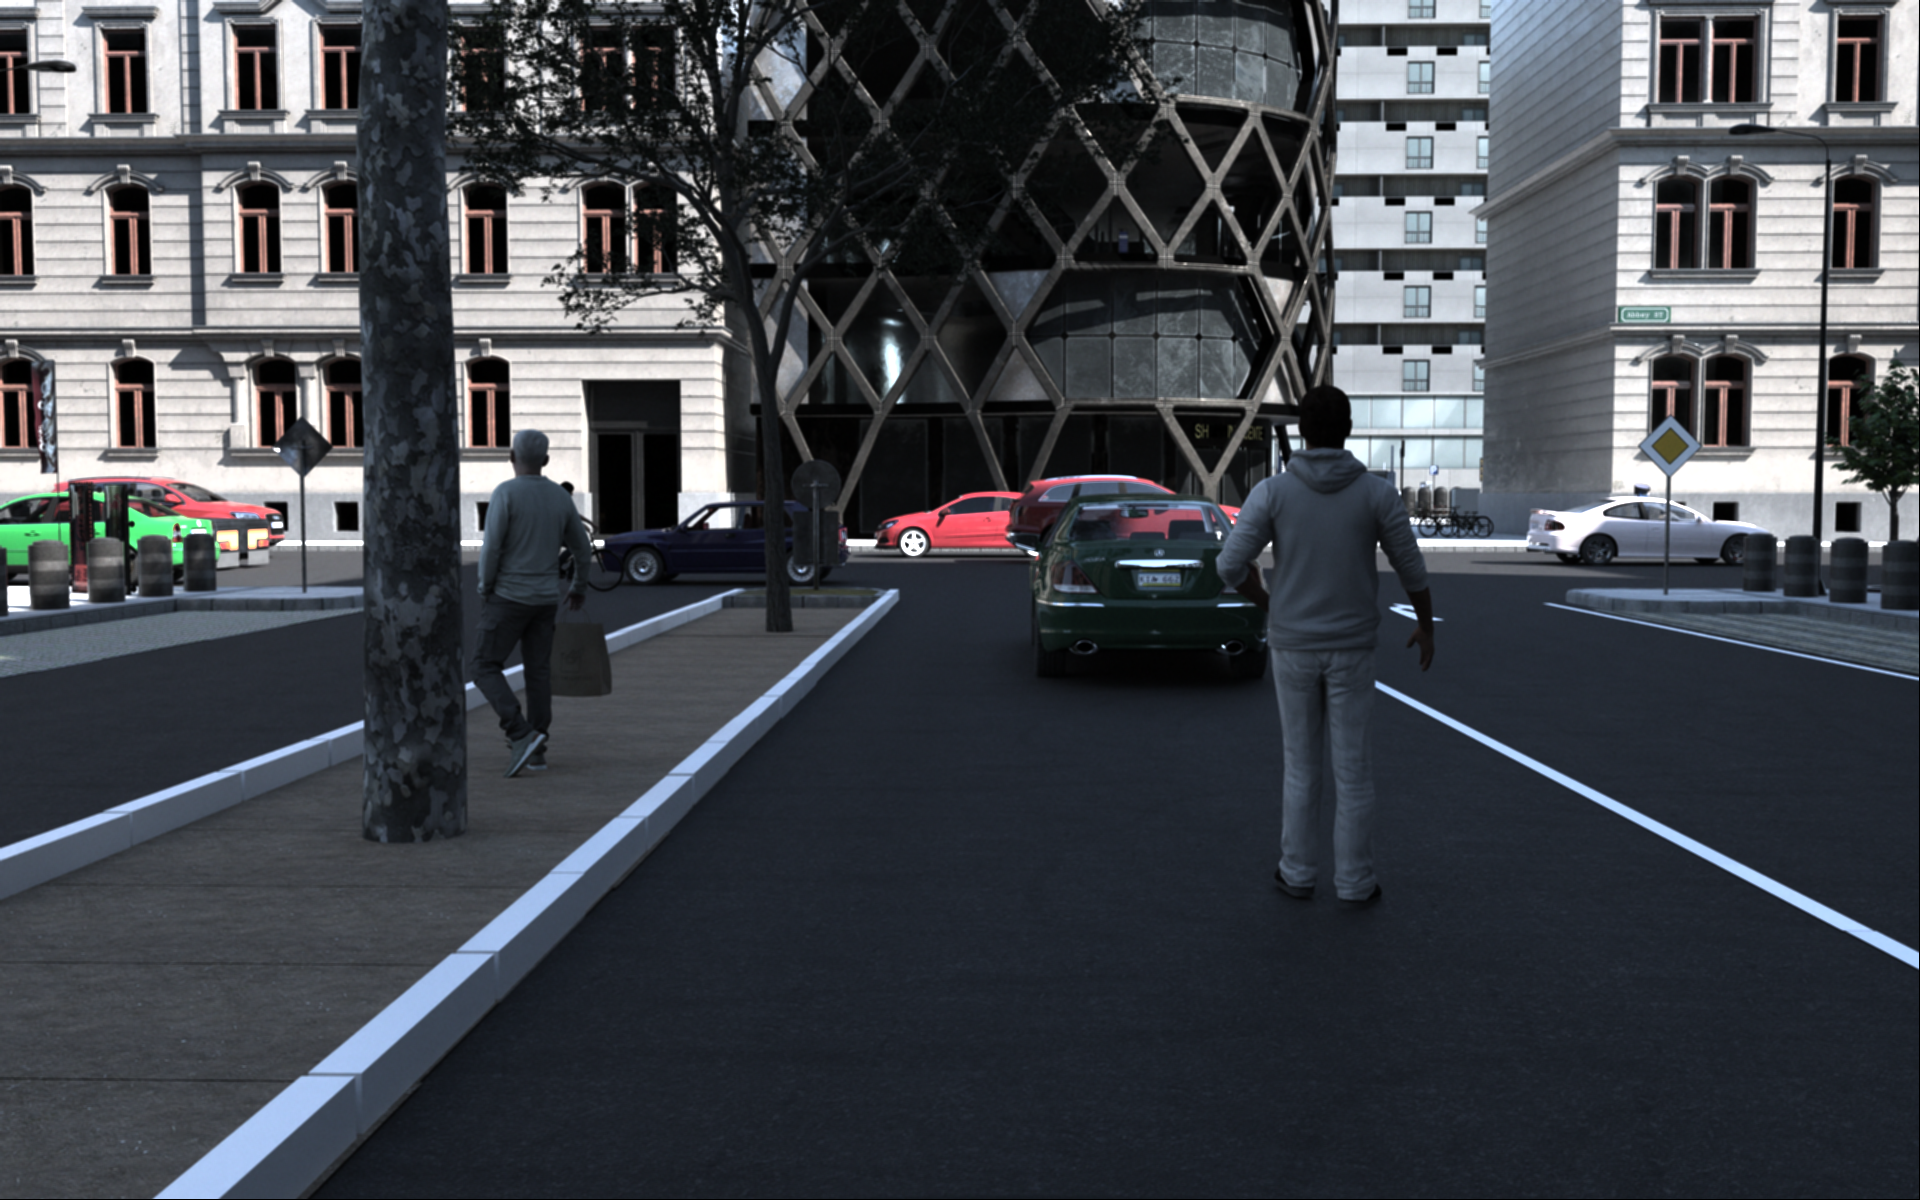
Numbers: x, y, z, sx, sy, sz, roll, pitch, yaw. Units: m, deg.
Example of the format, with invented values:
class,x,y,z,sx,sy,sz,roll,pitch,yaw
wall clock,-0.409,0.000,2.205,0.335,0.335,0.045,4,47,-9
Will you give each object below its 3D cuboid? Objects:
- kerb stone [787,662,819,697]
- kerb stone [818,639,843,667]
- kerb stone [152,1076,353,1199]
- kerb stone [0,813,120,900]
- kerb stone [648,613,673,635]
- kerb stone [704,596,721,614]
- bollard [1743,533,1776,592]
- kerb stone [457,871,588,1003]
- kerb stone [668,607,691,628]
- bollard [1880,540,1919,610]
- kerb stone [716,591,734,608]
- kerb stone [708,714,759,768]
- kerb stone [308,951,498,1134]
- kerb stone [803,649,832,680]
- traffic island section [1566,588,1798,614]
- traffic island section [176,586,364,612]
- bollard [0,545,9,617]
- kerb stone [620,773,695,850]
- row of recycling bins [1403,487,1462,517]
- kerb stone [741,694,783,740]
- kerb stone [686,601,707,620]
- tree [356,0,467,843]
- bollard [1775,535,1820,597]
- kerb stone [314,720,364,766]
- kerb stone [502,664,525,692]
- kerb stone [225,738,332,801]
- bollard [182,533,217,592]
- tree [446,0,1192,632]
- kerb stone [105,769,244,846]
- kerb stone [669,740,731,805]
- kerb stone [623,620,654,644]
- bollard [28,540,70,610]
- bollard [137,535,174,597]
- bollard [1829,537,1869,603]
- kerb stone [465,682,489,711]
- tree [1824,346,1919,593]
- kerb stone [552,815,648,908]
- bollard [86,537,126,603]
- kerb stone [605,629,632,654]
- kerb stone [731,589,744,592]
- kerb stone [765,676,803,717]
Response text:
class,x,y,z,sx,sy,sz,roll,pitch,yaw
kerb stone,-1.155,0.590,12.556,0.120,0.150,1.000,0,4,1
kerb stone,-1.113,0.466,14.608,0.120,0.150,1.000,0,4,1
kerb stone,-1.404,1.154,3.321,0.120,0.150,1.000,0,4,1
kerb stone,-3.413,0.963,6.476,0.120,0.150,1.000,0,4,1
kerb stone,-3.126,0.269,17.792,0.120,0.150,1.000,0,4,1
kerb stone,-3.048,0.088,20.876,0.120,0.150,1.000,0,4,1
bollard,10.578,-0.500,22.900,0.404,0.777,0.398,0,3,0
kerb stone,-1.343,1.030,5.370,0.120,0.150,1.000,0,4,1
kerb stone,-3.104,0.208,18.816,0.120,0.150,1.000,0,4,1
bollard,10.484,-0.279,19.280,0.404,0.777,0.398,0,3,0
kerb stone,-3.024,0.018,21.907,0.120,0.150,1.000,0,4,1
kerb stone,-1.245,0.778,9.479,0.120,0.150,1.000,0,4,1
kerb stone,-1.374,1.094,4.346,0.120,0.150,1.000,0,4,1
kerb stone,-1.138,0.527,13.584,0.120,0.150,1.000,0,4,1
traffic island section,9.000,0.014,22.048,2.009,0.180,2.903,0,4,1
traffic island section,-8.536,-0.014,22.502,2.009,0.180,2.903,0,4,1
bollard,-10.202,-0.209,18.135,0.404,0.777,0.398,0,3,0
kerb stone,-1.294,0.909,7.418,0.120,0.150,1.000,0,4,1
row of recycling bins,26.856,-5.580,98.342,3.534,1.692,1.069,0,4,8
kerb stone,-1.216,0.718,10.503,0.120,0.150,1.000,0,4,1
kerb stone,-3.073,0.146,19.841,0.120,0.150,1.000,0,4,1
tree,-3.474,-9.125,7.539,12.611,20.169,13.585,0,3,0
bollard,10.545,-0.427,21.699,0.404,0.777,0.398,0,3,0
kerb stone,-3.332,0.773,9.560,0.120,0.150,1.000,0,4,1
kerb stone,-3.263,0.586,12.645,0.120,0.150,1.000,0,4,1
kerb stone,-3.364,0.836,8.534,0.120,0.150,1.000,0,4,1
bollard,-10.081,-0.504,22.959,0.404,0.777,0.398,0,3,0
tree,-1.840,-4.961,17.980,8.767,10.594,7.601,0,4,1
kerb stone,-3.391,0.899,7.500,0.120,0.150,1.000,0,4,1
kerb stone,-1.267,0.841,8.452,0.120,0.150,1.000,0,4,1
kerb stone,-3.151,0.334,16.761,0.120,0.150,1.000,0,4,1
bollard,-10.172,-0.283,19.338,0.404,0.777,0.398,0,3,0
bollard,-10.110,-0.431,21.758,0.404,0.777,0.398,0,3,0
bollard,10.520,-0.354,20.498,0.404,0.777,0.398,0,3,0
kerb stone,-3.288,0.650,11.617,0.120,0.150,1.000,0,4,1
tree,12.144,-1.724,22.783,1.663,3.219,1.824,0,3,0
kerb stone,-1.324,0.970,6.394,0.120,0.150,1.000,0,4,1
bollard,-10.137,-0.357,20.557,0.404,0.777,0.398,0,3,0
kerb stone,-3.176,0.401,15.737,0.120,0.150,1.000,0,4,1
kerb stone,-2.991,-0.046,22.942,0.120,0.150,1.000,0,4,1
kerb stone,-1.184,0.652,11.532,0.120,0.150,1.000,0,4,1
